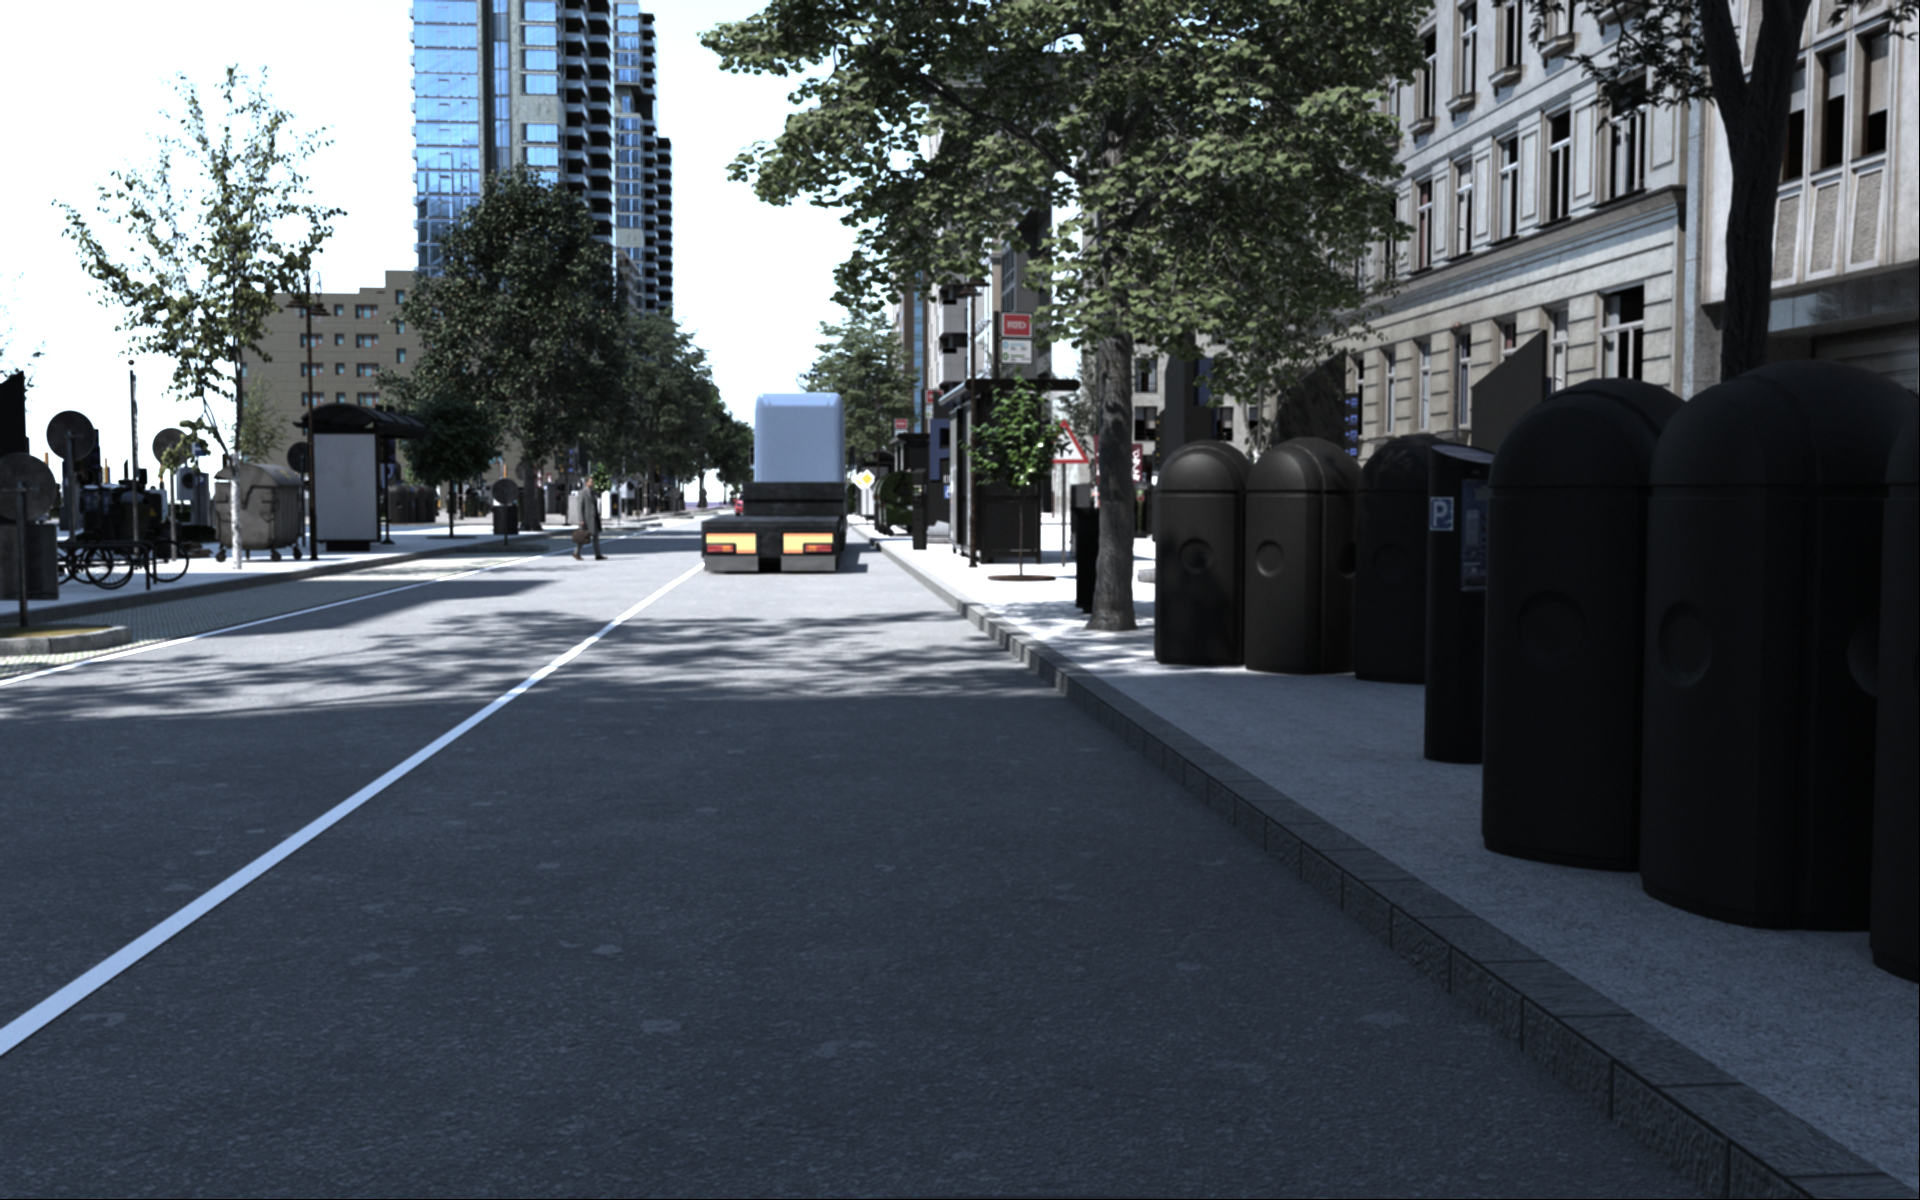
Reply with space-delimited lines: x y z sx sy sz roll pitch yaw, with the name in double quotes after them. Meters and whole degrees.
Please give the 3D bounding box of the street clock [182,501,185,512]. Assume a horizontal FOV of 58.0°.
-43.282 -5.616 96.392 0.358 2.002 0.471 -1 4 -16 "street clock"

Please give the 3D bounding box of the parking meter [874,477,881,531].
-2.804 -3.371 60.820 0.399 1.863 0.255 -1 4 -14 "parking meter"

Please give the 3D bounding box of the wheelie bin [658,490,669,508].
-24.778 -8.373 144.808 0.980 1.594 0.693 -1 4 -11 "wheelie bin"

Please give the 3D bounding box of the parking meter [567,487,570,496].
-32.314 -8.369 142.544 0.399 1.863 0.255 3 5 45 "parking meter"

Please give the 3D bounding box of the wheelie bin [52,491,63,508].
-62.635 -6.869 120.216 0.693 1.594 0.980 -1 4 -13 "wheelie bin"

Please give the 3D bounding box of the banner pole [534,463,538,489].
-19.738 -5.518 80.236 0.863 3.779 0.401 2 4 33 "banner pole"

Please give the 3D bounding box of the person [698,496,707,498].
-34.062 -13.451 229.152 1.217 1.736 0.721 -1 4 -9 "person"

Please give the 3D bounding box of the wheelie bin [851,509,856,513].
-7.243 -6.577 115.439 0.980 1.594 0.693 -1 4 -18 "wheelie bin"

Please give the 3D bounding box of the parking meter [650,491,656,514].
-19.714 -6.212 109.970 0.372 1.533 0.369 0 3 0 "parking meter"

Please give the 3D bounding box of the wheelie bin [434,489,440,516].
-30.557 -5.634 100.031 0.693 1.594 0.980 3 5 40 "wheelie bin"

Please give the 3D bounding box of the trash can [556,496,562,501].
-28.656 -6.827 123.276 0.748 1.137 0.748 0 3 0 "trash can"

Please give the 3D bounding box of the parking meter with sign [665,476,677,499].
-25.284 -9.434 150.501 1.738 3.016 0.543 -2 4 -33 "parking meter with sign"

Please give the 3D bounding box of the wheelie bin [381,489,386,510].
-33.912 -5.713 101.323 0.980 1.594 0.693 -3 4 -37 "wheelie bin"

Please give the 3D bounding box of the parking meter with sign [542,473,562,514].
-26.385 -7.047 111.480 0.543 3.016 1.738 2 4 34 "parking meter with sign"

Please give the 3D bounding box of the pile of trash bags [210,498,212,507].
-37.941 -4.882 89.565 1.912 1.369 3.447 1 4 22 "pile of trash bags"

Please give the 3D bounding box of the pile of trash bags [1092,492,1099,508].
8.192 -4.776 87.836 3.447 1.369 1.912 2 4 35 "pile of trash bags"

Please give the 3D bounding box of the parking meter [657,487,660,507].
-25.722 -8.709 148.096 0.255 1.863 0.399 0 4 1 "parking meter"

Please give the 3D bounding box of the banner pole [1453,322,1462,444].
7.174 -2.146 25.105 0.401 3.779 0.863 1 4 18 "banner pole"

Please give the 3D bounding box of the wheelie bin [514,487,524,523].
-19.657 -4.298 78.179 0.980 1.594 0.693 -2 4 -27 "wheelie bin"

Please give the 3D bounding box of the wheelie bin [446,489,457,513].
-33.804 -6.569 115.304 0.693 1.594 0.980 0 4 1 "wheelie bin"

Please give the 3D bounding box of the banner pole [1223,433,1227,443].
10.761 -4.921 70.473 0.401 3.779 0.863 1 4 10 "banner pole"

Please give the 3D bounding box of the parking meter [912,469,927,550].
-0.926 -2.079 39.711 0.255 1.863 0.399 1 4 15 "parking meter"

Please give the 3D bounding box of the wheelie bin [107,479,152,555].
-17.699 -1.774 36.918 0.980 1.594 0.693 2 4 30 "wheelie bin"

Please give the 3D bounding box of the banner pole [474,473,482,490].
-35.644 -8.431 127.860 0.863 3.779 0.401 -3 4 -37 "banner pole"

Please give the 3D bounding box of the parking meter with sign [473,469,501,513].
-32.703 -7.591 120.380 1.738 3.016 0.543 -1 4 -8 "parking meter with sign"

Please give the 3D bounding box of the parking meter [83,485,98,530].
-23.250 -2.323 46.391 0.372 1.533 0.369 0 3 0 "parking meter"

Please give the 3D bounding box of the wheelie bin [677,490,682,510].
-21.903 -7.789 135.264 0.693 1.594 0.980 0 4 3 "wheelie bin"

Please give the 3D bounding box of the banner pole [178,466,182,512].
-40.505 -6.109 89.900 0.401 3.779 0.863 -2 4 -35 "banner pole"

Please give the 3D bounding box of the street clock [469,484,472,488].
-35.173 -7.305 124.010 0.358 2.002 0.471 1 4 22 "street clock"

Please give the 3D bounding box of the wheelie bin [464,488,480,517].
-26.815 -5.339 95.203 0.693 1.594 0.980 2 4 29 "wheelie bin"

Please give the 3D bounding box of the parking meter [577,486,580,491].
-28.930 -7.708 131.743 0.399 1.863 0.255 -3 5 -45 "parking meter"

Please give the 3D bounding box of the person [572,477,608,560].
-8.045 -1.775 37.620 0.767 1.812 0.694 2 4 24 "person"

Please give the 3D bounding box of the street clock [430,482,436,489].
-32.633 -6.270 107.084 0.471 2.002 0.358 0 4 -2 "street clock"

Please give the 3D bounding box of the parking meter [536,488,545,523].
-18.836 -4.247 77.849 0.372 1.533 0.369 0 3 0 "parking meter"

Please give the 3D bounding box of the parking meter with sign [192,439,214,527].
-24.512 -3.655 56.027 0.543 3.016 1.738 -1 4 -16 "parking meter with sign"

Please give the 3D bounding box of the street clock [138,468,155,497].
-22.667 -2.661 48.085 0.358 2.002 0.471 -1 4 -22 "street clock"

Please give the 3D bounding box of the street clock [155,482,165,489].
-46.335 -5.875 100.623 0.358 2.002 0.471 -1 4 -10 "street clock"

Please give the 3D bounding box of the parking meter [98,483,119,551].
-19.265 -1.890 39.316 0.372 1.533 0.369 0 3 0 "parking meter"

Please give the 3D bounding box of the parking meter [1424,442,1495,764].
2.443 0.003 8.357 0.372 1.533 0.369 0 3 0 "parking meter"

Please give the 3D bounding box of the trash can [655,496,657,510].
-20.545 -6.344 115.373 0.748 1.137 0.748 0 3 0 "trash can"

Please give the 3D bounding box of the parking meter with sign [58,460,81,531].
-31.543 -3.983 61.384 0.543 3.016 1.738 -1 4 -15 "parking meter with sign"

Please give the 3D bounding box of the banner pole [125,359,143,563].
-15.212 -2.566 31.967 0.401 3.779 0.863 -2 4 -33 "banner pole"

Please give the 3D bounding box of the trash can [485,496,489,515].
-29.157 -5.761 105.852 0.748 1.137 0.748 0 3 0 "trash can"

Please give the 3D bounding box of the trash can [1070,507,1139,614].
1.554 -0.430 18.683 0.748 1.137 0.748 0 3 0 "trash can"

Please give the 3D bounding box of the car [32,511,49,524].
-39.874 -3.760 70.143 5.304 1.827 2.281 0 4 -6 "car"

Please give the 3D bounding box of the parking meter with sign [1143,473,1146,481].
6.336 -4.055 62.558 1.738 3.016 0.543 3 5 43 "parking meter with sign"
